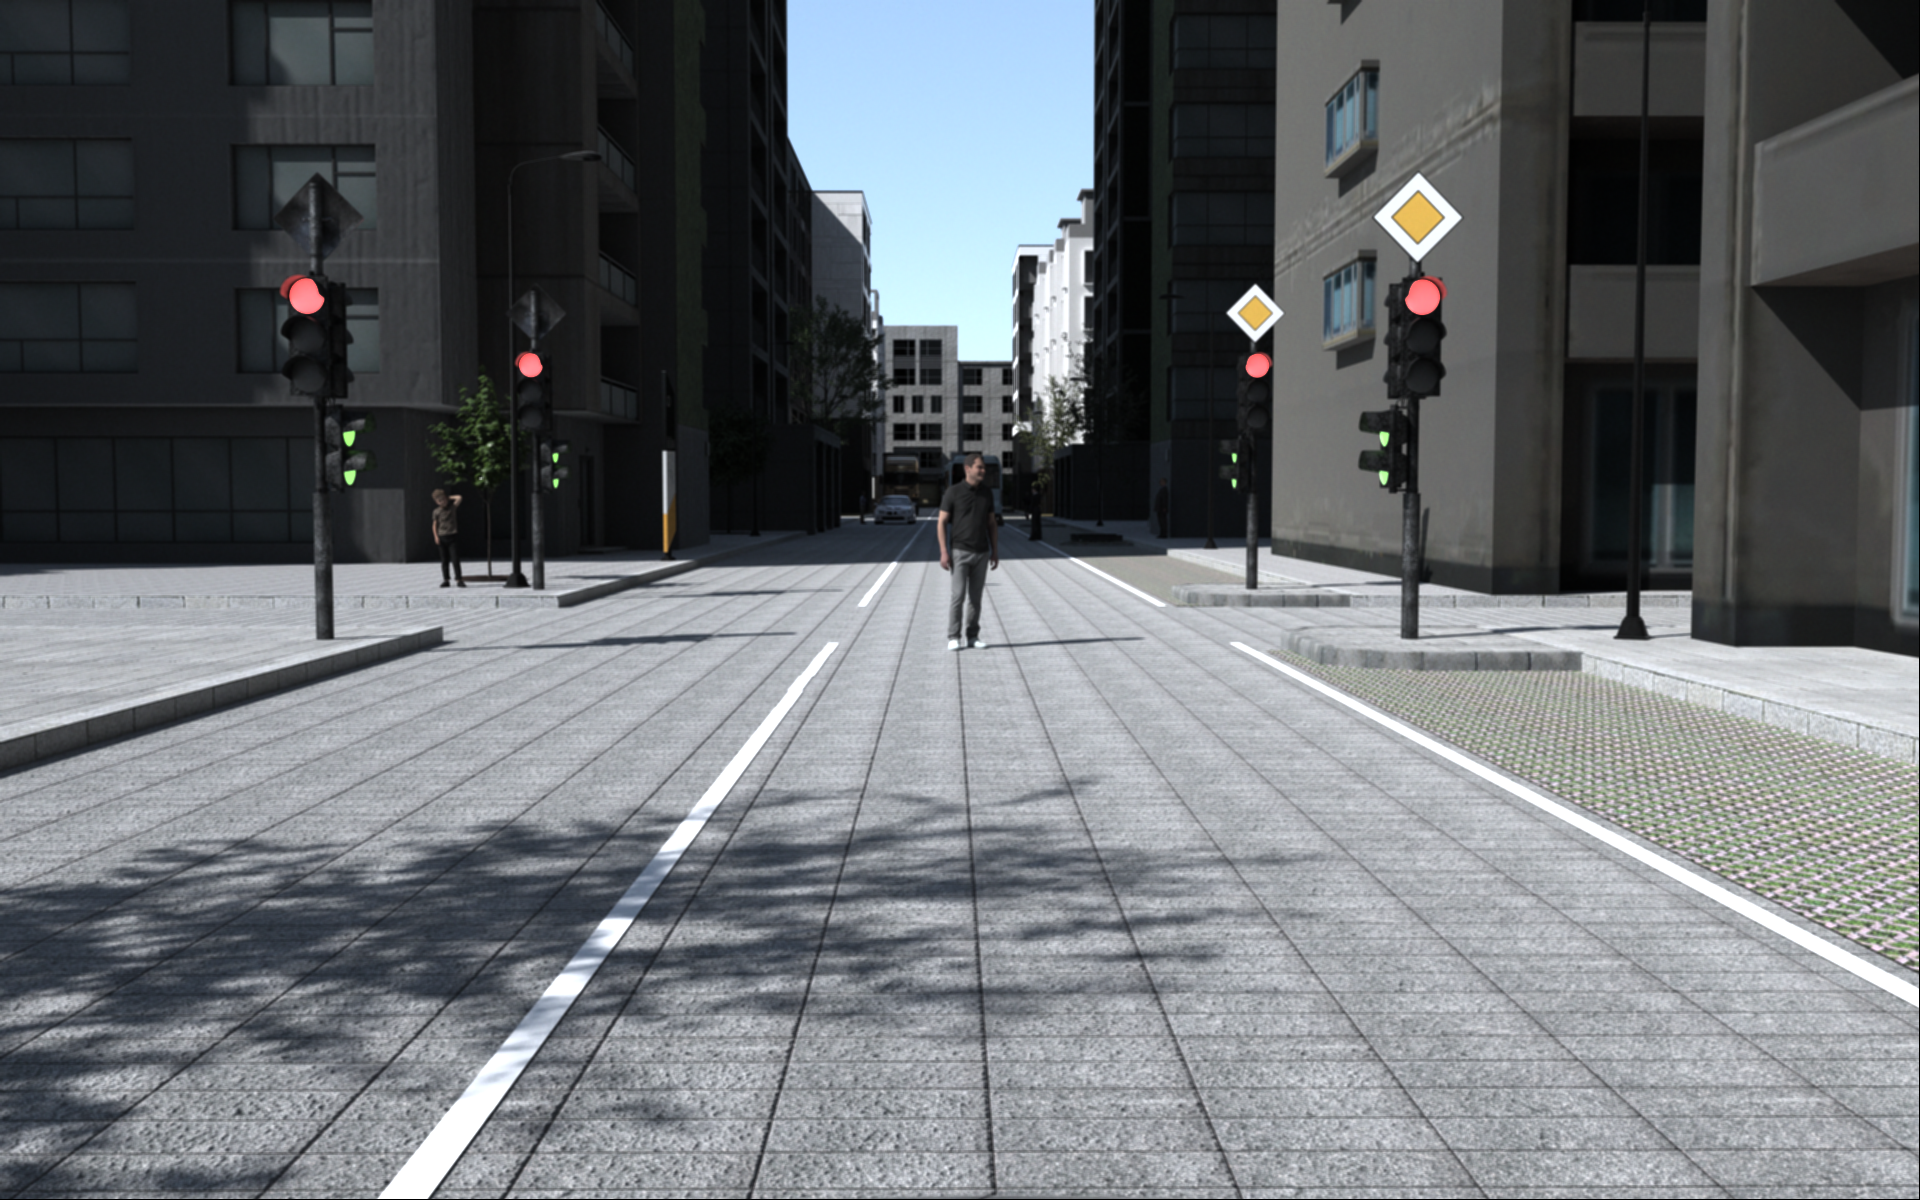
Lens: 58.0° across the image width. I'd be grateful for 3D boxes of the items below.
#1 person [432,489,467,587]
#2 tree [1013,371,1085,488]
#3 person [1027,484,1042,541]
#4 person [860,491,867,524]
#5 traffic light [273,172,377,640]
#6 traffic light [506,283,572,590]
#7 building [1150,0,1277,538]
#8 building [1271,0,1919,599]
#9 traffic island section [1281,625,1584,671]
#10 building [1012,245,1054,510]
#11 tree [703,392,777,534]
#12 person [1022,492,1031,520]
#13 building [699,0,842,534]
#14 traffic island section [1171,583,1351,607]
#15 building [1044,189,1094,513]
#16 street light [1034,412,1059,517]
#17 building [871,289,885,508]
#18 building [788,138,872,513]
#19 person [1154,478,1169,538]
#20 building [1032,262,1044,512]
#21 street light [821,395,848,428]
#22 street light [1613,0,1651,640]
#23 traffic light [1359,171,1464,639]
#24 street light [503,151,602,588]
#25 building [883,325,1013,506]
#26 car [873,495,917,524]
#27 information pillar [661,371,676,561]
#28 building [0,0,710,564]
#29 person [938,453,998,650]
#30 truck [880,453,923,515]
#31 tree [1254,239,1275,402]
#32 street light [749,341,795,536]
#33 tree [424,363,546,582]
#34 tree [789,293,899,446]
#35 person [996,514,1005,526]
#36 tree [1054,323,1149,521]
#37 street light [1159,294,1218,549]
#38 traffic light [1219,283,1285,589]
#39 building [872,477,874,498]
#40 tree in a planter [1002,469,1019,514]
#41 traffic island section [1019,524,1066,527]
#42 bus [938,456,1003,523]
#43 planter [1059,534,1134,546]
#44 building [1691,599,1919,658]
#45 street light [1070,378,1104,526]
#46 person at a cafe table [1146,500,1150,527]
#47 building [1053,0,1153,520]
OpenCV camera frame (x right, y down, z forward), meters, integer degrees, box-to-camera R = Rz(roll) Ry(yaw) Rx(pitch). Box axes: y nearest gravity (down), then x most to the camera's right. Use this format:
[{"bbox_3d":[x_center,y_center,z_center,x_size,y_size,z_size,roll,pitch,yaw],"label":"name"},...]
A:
[{"bbox_3d":[-7.025,-0.849,23.826,0.435,1.345,0.340,-1,4,-16],"label":"person"},{"bbox_3d":[5.544,-9.345,103.160,4.737,8.622,4.395,0,3,0],"label":"tree"},{"bbox_3d":[2.322,-2.698,53.407,0.445,1.727,0.742,1,4,9],"label":"person"},{"bbox_3d":[-4.625,-4.432,83.026,0.319,1.574,0.516,-1,4,-10],"label":"person"},{"bbox_3d":[-5.589,-1.606,15.176,0.839,4.253,0.868,0,4,0],"label":"traffic light"},{"bbox_3d":[-5.645,-2.094,23.161,0.839,4.253,0.868,0,4,0],"label":"traffic light"},{"bbox_3d":[13.125,-22.797,56.327,14.154,41.232,14.086,0,4,0],"label":"building"},{"bbox_3d":[17.168,-24.922,31.183,21.600,48.544,21.300,0,4,0],"label":"building"},{"bbox_3d":[4.012,0.423,15.373,2.009,0.180,2.903,0,4,0],"label":"traffic island section"},{"bbox_3d":[18.627,-19.238,158.524,27.936,21.610,32.646,0,4,0],"label":"building"},{"bbox_3d":[-7.579,-4.421,55.992,4.285,4.588,4.351,0,3,0],"label":"tree"},{"bbox_3d":[3.761,-5.164,95.143,0.569,1.553,0.471,2,4,26],"label":"person"},{"bbox_3d":[-15.345,-38.542,68.412,20.563,71.187,20.611,0,4,0],"label":"building"},{"bbox_3d":[3.956,-0.066,23.358,2.009,0.180,2.903,0,4,0],"label":"traffic island section"},{"bbox_3d":[14.019,-15.705,113.191,16.016,20.091,11.380,0,4,0],"label":"building"},{"bbox_3d":[4.867,-7.665,97.866,1.470,5.913,1.316,0,4,0],"label":"street light"},{"bbox_3d":[-13.019,-18.969,166.560,11.380,20.091,16.016,0,4,0],"label":"building"},{"bbox_3d":[-20.472,-16.557,114.679,27.936,21.610,32.646,0,4,0],"label":"building"},{"bbox_3d":[5.842,-2.669,50.238,0.434,1.755,0.990,0,4,0],"label":"person"},{"bbox_3d":[13.407,-16.399,124.546,16.016,20.091,11.380,0,4,0],"label":"building"},{"bbox_3d":[-5.931,-6.657,81.381,1.470,5.913,1.316,0,4,0],"label":"street light"},{"bbox_3d":[5.431,-2.609,15.206,1.470,5.913,1.316,0,4,0],"label":"street light"},{"bbox_3d":[3.972,-1.611,15.258,0.839,4.253,0.868,0,4,0],"label":"traffic light"},{"bbox_3d":[-5.552,-3.125,23.637,1.470,5.913,1.316,0,4,0],"label":"street light"},{"bbox_3d":[7.036,-19.795,190.104,31.486,18.905,16.747,0,4,0],"label":"building"},{"bbox_3d":[-3.103,-4.349,83.467,2.083,1.381,4.827,0,4,1],"label":"car"},{"bbox_3d":[-5.607,-2.568,33.346,0.183,3.616,0.504,1,4,11],"label":"information pillar"},{"bbox_3d":[-13.438,-21.592,36.631,14.154,41.232,14.086,0,4,0],"label":"building"},{"bbox_3d":[0.089,-0.454,16.048,0.598,1.807,0.434,-1,4,-17],"label":"person"},{"bbox_3d":[-4.046,-7.971,119.237,2.839,4.237,11.283,0,4,-2],"label":"truck"},{"bbox_3d":[9.625,-5.920,47.151,4.360,8.622,3.978,0,3,0],"label":"tree"},{"bbox_3d":[-5.704,-4.895,52.575,1.470,5.913,1.316,0,4,0],"label":"street light"},{"bbox_3d":[-7.136,-1.902,25.702,1.663,3.219,1.824,0,3,0],"label":"tree"},{"bbox_3d":[-7.248,-10.126,91.313,9.928,11.665,9.643,0,3,0],"label":"tree"},{"bbox_3d":[1.775,-3.542,76.881,0.381,0.543,0.357,2,4,33],"label":"person"},{"bbox_3d":[6.016,-7.554,73.876,4.360,8.622,3.978,0,3,0],"label":"tree"},{"bbox_3d":[5.318,-4.146,40.329,1.470,5.913,1.316,0,4,0],"label":"street light"},{"bbox_3d":[3.916,-2.099,23.243,0.839,4.253,0.868,0,4,0],"label":"traffic light"},{"bbox_3d":[-22.716,-14.950,186.586,28.070,9.664,9.099,0,4,0],"label":"building"},{"bbox_3d":[3.240,-7.871,125.918,1.991,3.239,1.994,0,4,0],"label":"tree in a planter"},{"bbox_3d":[3.583,-3.253,76.058,1.991,0.108,1.994,0,4,0],"label":"traffic island section"},{"bbox_3d":[0.495,-5.785,89.440,2.948,3.499,13.247,0,4,-2],"label":"bus"},{"bbox_3d":[3.778,-1.674,48.511,1.991,0.319,1.994,0,4,0],"label":"planter"},{"bbox_3d":[17.216,-23.229,3.500,21.300,48.544,21.600,0,4,0],"label":"building"},{"bbox_3d":[5.065,-5.909,69.154,1.470,5.913,1.316,0,4,0],"label":"street light"},{"bbox_3d":[7.828,-3.506,65.831,1.698,1.524,1.622,-3,5,-44],"label":"person at a cafe table"},{"bbox_3d":[15.632,-39.669,86.838,20.563,71.187,20.611,0,4,0],"label":"building"}]
